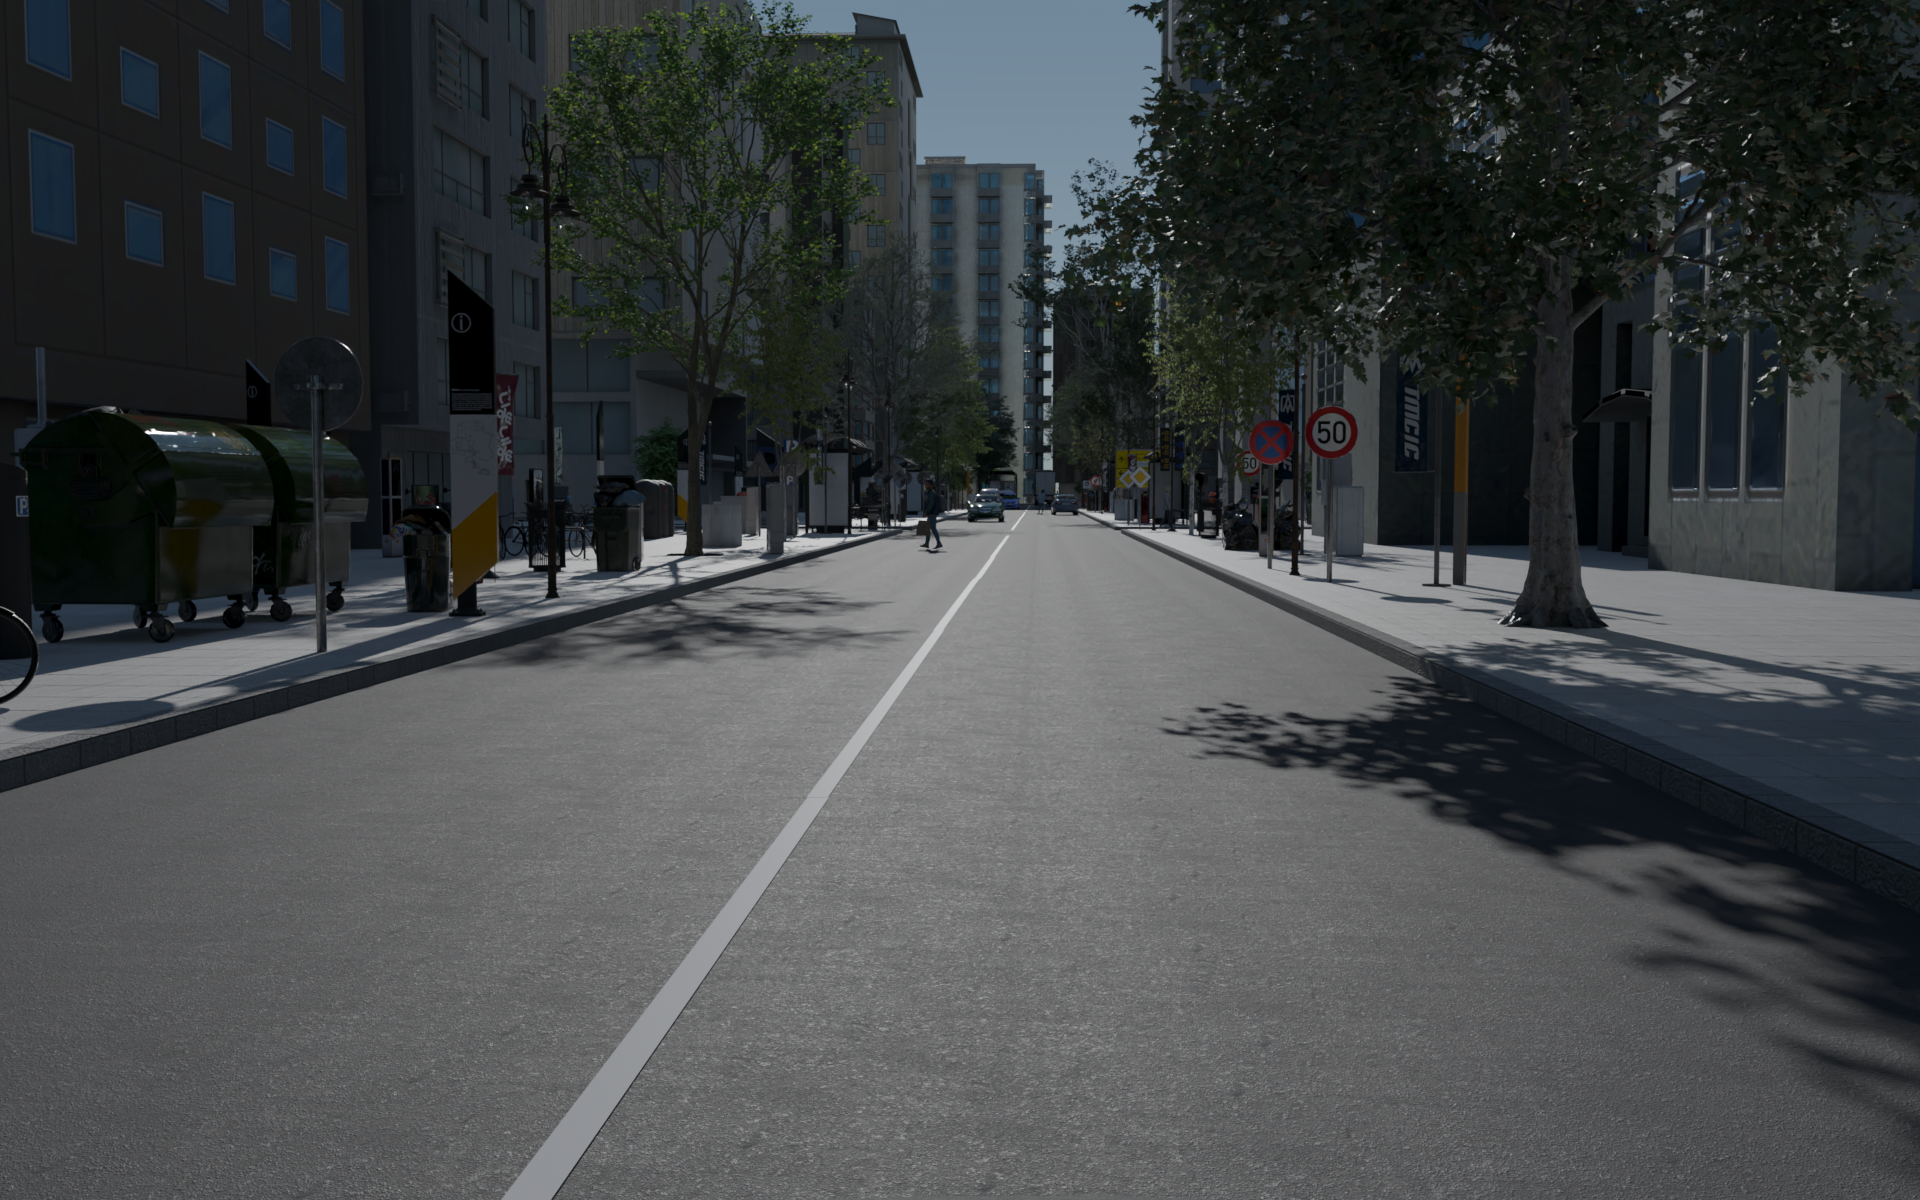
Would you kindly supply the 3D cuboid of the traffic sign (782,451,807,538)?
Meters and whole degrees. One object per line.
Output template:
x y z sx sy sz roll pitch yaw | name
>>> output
-4.859 -3.093 50.679 0.768 2.556 0.104 0 4 4 | traffic sign

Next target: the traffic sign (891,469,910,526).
-2.418 -4.061 70.032 0.795 2.450 0.064 0 4 3 | traffic sign

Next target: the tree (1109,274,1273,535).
7.552 -6.380 54.668 4.360 8.622 3.978 0 3 0 | tree

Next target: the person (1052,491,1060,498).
11.015 -11.442 195.584 1.348 1.824 0.705 1 4 21 | person

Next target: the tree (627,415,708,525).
-12.287 -5.420 72.326 4.285 4.588 4.351 0 3 0 | tree

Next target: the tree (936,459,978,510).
-0.084 -10.232 151.009 4.285 4.588 4.351 0 3 0 | tree

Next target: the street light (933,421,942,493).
-1.344 -8.005 103.673 0.468 5.910 1.993 0 4 3 | street light

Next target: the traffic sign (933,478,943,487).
-1.687 -7.857 128.466 0.884 2.594 0.081 1 4 11 | traffic sign

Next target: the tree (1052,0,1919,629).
5.685 -6.092 16.608 9.611 12.733 9.660 0 3 0 | tree

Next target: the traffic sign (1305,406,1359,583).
5.353 -1.524 25.029 0.768 2.556 0.104 0 4 4 | traffic sign

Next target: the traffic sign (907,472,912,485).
-3.037 -5.881 96.262 0.768 2.556 0.104 0 4 4 | traffic sign

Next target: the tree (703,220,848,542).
-4.800 -5.865 46.249 4.737 8.622 4.395 0 3 0 | tree

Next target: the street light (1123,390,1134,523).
7.537 -6.393 77.314 0.468 5.910 1.993 0 4 3 | street light

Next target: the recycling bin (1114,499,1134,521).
7.993 -4.389 84.309 0.722 1.027 0.722 3 5 39 | recycling bin

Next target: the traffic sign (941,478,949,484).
-1.244 -8.364 136.865 0.768 2.556 0.104 1 4 9 | traffic sign

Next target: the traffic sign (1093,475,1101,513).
9.303 -7.061 115.456 0.884 2.594 0.081 1 4 12 | traffic sign

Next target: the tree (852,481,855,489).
-7.170 -6.841 106.455 1.663 3.219 1.824 0 3 0 | tree

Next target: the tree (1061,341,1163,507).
11.229 -13.819 136.303 12.009 13.543 11.850 0 3 0 | tree

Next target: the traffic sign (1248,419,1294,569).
5.326 -1.810 29.699 0.768 2.556 0.104 1 4 9 | traffic sign

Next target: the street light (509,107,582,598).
-5.037 -2.963 21.226 0.468 5.910 1.993 0 4 3 | street light

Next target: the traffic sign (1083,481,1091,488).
9.633 -7.906 131.393 0.606 2.300 0.079 0 4 7 | traffic sign

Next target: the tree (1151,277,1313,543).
7.169 -5.792 45.056 4.737 8.622 4.395 0 3 0 | tree

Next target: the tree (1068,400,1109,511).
10.168 -10.905 128.657 4.360 8.622 3.978 0 3 0 | tree

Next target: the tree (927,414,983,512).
-0.632 -10.651 124.512 4.737 8.622 4.395 0 3 0 | tree

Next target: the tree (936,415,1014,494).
0.728 -14.906 178.118 7.601 10.594 8.767 1 4 12 | tree

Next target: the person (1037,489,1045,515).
5.654 -6.848 120.727 0.793 1.790 0.793 3 5 41 | person

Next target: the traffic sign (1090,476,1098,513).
9.321 -7.272 119.007 0.768 2.556 0.104 0 4 4 | traffic sign

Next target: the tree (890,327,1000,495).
-1.208 -12.105 116.046 7.486 12.596 7.792 0 3 0 | tree

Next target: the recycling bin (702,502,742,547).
-5.852 -1.838 42.603 0.722 1.027 0.722 3 4 37 | recycling bin

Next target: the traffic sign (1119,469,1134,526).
6.766 -4.034 69.597 0.795 2.450 0.064 0 4 3 | traffic sign

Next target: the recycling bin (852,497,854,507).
-8.207 -7.450 134.359 0.722 1.027 0.722 2 4 26 | recycling bin

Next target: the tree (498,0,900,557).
-5.357 -6.725 35.702 9.928 11.665 9.643 0 3 0 | tree

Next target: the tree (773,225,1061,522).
-3.277 -10.280 78.448 12.009 13.543 11.850 0 3 0 | tree

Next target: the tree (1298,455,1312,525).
14.983 -4.727 71.883 1.663 3.219 1.824 0 3 0 | tree

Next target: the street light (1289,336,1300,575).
5.297 -3.330 27.231 0.468 5.910 1.993 0 4 3 | street light

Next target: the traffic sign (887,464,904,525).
-2.729 -4.441 72.721 0.768 2.556 0.104 0 4 4 | traffic sign

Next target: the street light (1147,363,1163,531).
6.799 -5.371 60.611 0.468 5.910 1.993 0 4 3 | street light

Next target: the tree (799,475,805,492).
-7.844 -5.979 92.354 1.663 3.219 1.824 0 3 0 | tree

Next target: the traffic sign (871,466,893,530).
-2.780 -3.573 62.055 0.795 2.450 0.064 0 4 3 | traffic sign

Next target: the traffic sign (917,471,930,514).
-2.044 -5.922 96.934 0.768 2.556 0.104 0 4 7 | traffic sign

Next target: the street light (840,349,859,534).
-3.534 -5.040 55.184 0.468 5.910 1.993 0 4 3 | street light

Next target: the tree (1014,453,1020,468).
3.387 -17.325 217.667 8.767 10.594 7.601 0 4 2 | tree

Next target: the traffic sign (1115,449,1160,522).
8.203 -5.196 78.834 2.265 3.308 0.079 0 4 4 | traffic sign

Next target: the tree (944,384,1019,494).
2.295 -17.512 192.974 9.857 13.997 8.962 0 3 0 | tree

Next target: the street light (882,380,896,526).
-2.875 -5.964 70.295 0.468 5.910 1.993 0 4 3 | street light

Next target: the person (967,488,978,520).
0.786 -5.185 93.944 0.731 1.740 0.598 -2 4 -24 | person

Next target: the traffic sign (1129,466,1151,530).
6.404 -3.546 61.620 0.795 2.450 0.064 0 4 3 | traffic sign

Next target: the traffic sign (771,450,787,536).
-5.189 -3.150 51.506 0.884 2.594 0.081 1 4 12 | traffic sign

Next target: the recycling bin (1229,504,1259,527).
7.302 -1.920 43.939 0.722 1.027 0.722 3 5 39 | recycling bin

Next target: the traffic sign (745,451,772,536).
-6.067 -3.204 52.386 0.884 2.594 0.081 0 4 7 | traffic sign

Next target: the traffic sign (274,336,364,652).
-5.188 -0.850 14.004 0.768 2.556 0.104 0 4 8 | traffic sign

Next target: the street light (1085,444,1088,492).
10.624 -10.488 144.259 0.468 5.910 1.993 0 4 3 | street light

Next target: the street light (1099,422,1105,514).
9.099 -8.446 110.880 0.468 5.910 1.993 0 4 3 | street light

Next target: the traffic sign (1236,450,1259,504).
8.351 -3.055 50.052 0.768 2.556 0.104 0 4 8 | traffic sign

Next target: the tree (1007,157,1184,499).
8.049 -14.963 100.542 12.611 20.169 13.585 0 3 0 | tree

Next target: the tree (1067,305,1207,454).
8.755 -9.278 86.100 7.601 10.594 8.767 -2 4 -25 | tree
